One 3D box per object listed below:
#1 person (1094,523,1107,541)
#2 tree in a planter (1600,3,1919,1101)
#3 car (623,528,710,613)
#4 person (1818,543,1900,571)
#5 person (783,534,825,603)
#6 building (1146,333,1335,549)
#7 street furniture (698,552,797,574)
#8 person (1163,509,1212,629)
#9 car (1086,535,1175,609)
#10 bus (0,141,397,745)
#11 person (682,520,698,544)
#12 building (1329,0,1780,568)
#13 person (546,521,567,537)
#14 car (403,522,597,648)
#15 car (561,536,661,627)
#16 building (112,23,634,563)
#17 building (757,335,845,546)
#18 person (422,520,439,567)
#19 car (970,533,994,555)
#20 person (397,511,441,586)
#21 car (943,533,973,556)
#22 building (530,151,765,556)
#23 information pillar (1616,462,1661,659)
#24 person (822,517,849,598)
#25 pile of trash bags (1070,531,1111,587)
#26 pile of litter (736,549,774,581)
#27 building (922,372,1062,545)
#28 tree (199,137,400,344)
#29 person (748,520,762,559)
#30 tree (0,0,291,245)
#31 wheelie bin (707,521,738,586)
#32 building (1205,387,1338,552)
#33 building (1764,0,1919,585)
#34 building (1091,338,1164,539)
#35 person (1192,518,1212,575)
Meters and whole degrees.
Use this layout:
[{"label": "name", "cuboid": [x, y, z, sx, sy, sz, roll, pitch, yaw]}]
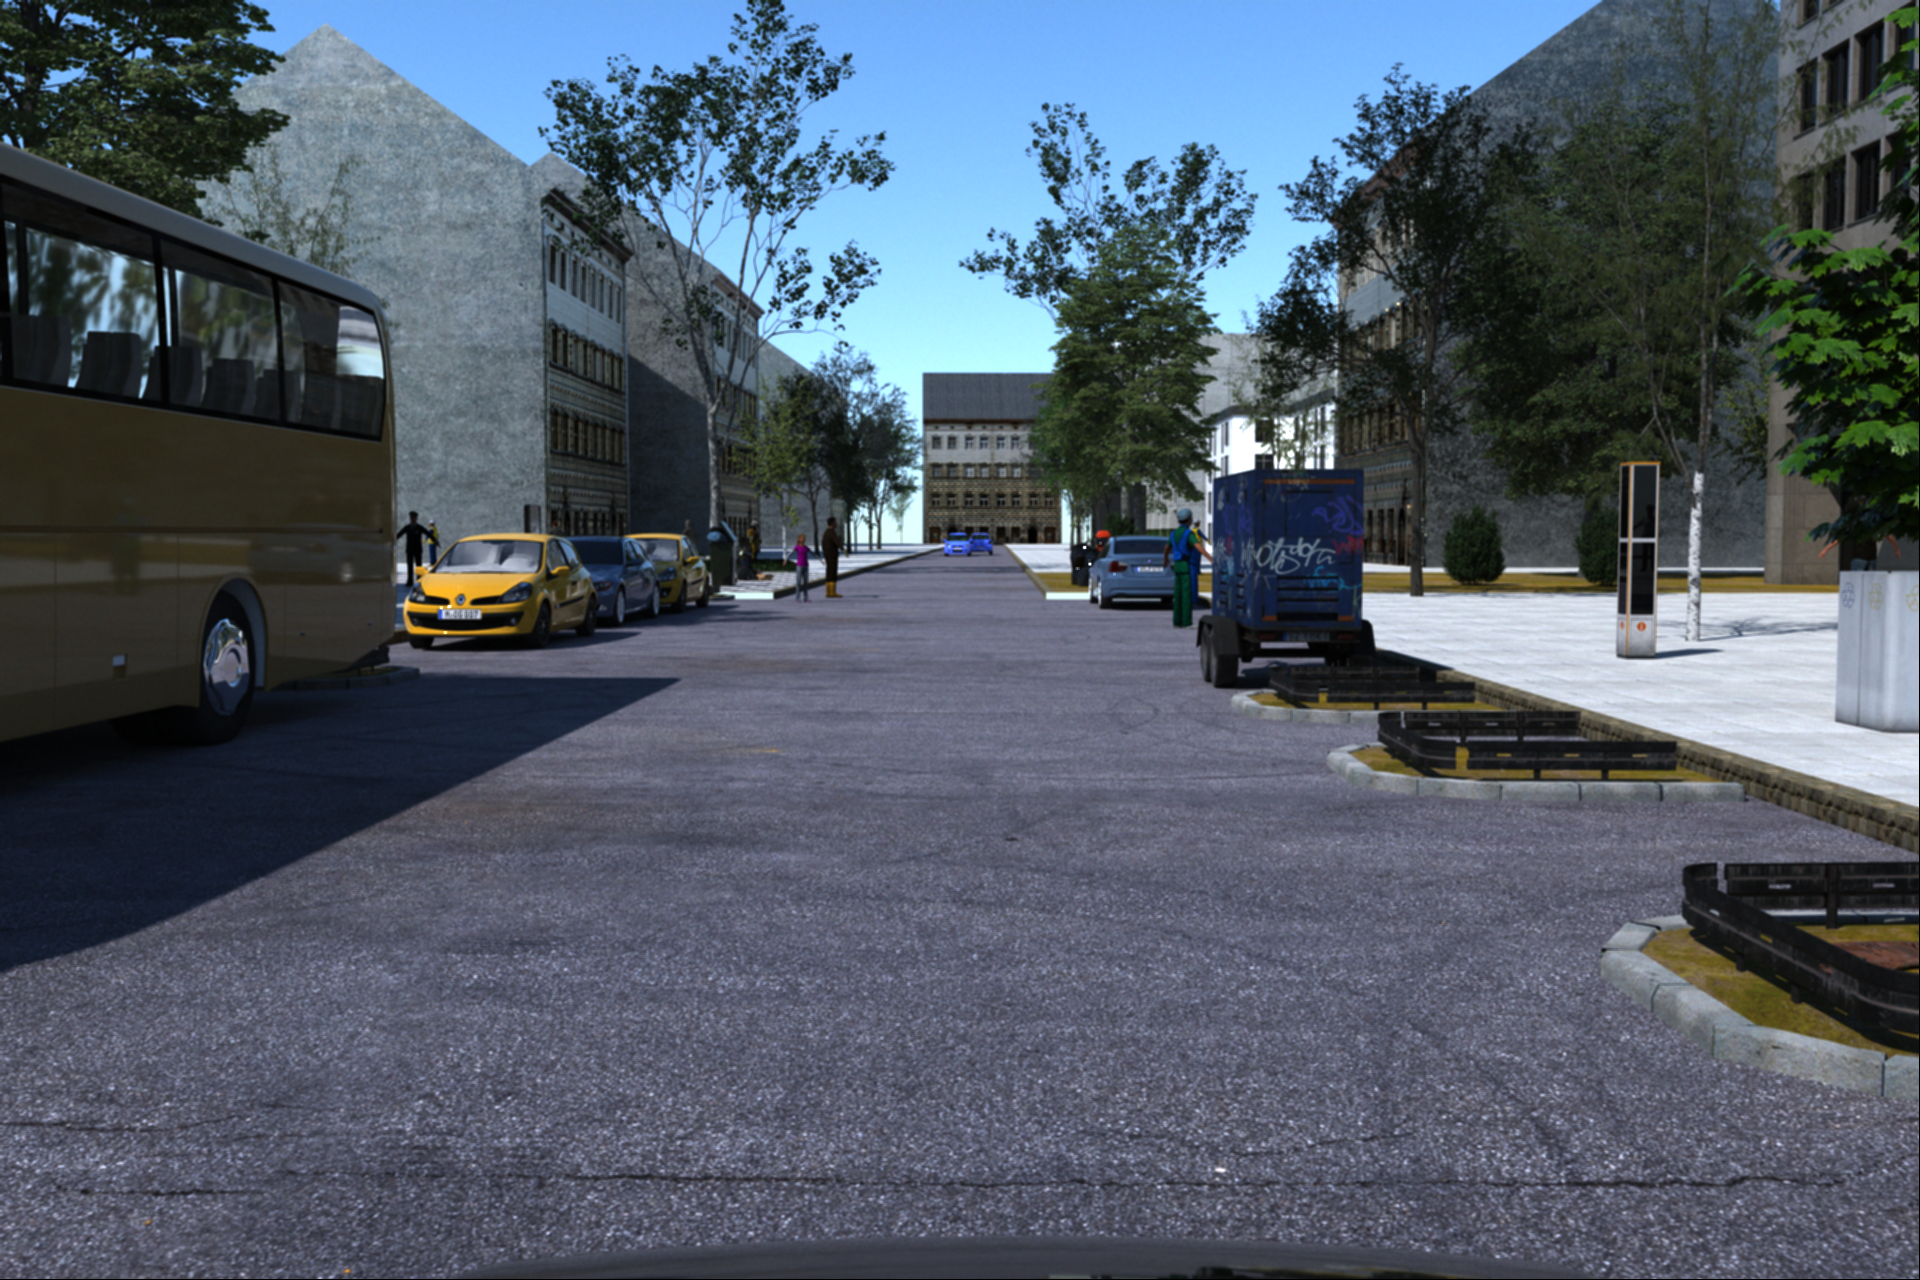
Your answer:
[{"label": "person", "cuboid": [6.218, -4.059, 73.173, 1.217, 1.733, 0.721, 0, 4, 6]}, {"label": "tree in a planter", "cuboid": [3.062, -0.483, 5.119, 1.991, 3.239, 1.994, 0, 4, 1]}, {"label": "car", "cuboid": [-5.810, -1.364, 32.517, 2.015, 1.641, 3.980, 0, 4, 1]}, {"label": "person", "cuboid": [13.843, -1.244, 26.558, 1.348, 1.803, 0.705, 0, 4, -8]}, {"label": "person", "cuboid": [-3.273, -1.501, 36.271, 0.991, 1.433, 0.599, -2, 4, -34]}, {"label": "building", "cuboid": [27.064, -18.019, 161.074, 16.747, 18.905, 31.486, 0, 4, 1]}, {"label": "street furniture", "cuboid": [-9.924, -2.532, 57.018, 10.072, 0.657, 5.734, -3, 5, -42]}, {"label": "person", "cuboid": [3.441, -1.084, 26.310, 0.704, 1.817, 1.347, -2, 4, -28]}, {"label": "car", "cuboid": [3.537, -1.369, 34.382, 2.014, 1.417, 4.499, 0, 4, 0]}, {"label": "bus", "cuboid": [-6.235, -1.065, 8.963, 2.896, 3.916, 12.252, 0, 4, 1]}, {"label": "person", "cuboid": [-10.179, -3.590, 64.818, 0.705, 1.813, 1.348, 2, 4, 29]}, {"label": "building", "cuboid": [27.140, -14.873, 74.099, 19.493, 23.208, 18.063, 0, 4, 1]}, {"label": "person", "cuboid": [-16.380, -3.900, 70.038, 1.348, 1.796, 0.705, -3, 4, -38]}, {"label": "car", "cuboid": [-6.026, -0.777, 22.935, 2.015, 1.641, 3.980, 0, 4, 1]}, {"label": "car", "cuboid": [-6.061, -0.995, 28.266, 2.014, 1.417, 4.499, 0, 4, 1]}, {"label": "building", "cuboid": [-27.217, -15.486, 84.129, 19.493, 23.208, 18.063, 0, 4, 0]}, {"label": "building", "cuboid": [-22.614, -21.940, 189.654, 19.493, 23.208, 18.063, 0, 4, 1]}, {"label": "person", "cuboid": [-20.805, -3.808, 68.233, 0.705, 1.833, 1.349, 0, 4, 6]}, {"label": "car", "cuboid": [1.401, -6.707, 119.256, 1.945, 1.707, 3.694, 0, 4, 0]}, {"label": "person", "cuboid": [-13.385, -2.233, 42.451, 1.347, 1.837, 0.705, 0, 4, -5]}, {"label": "car", "cuboid": [-0.134, -6.258, 111.908, 1.945, 1.707, 3.694, 0, 4, 1]}, {"label": "building", "cuboid": [-23.202, -17.009, 109.023, 19.493, 23.208, 18.063, 0, 4, 2]}, {"label": "information pillar", "cuboid": [6.975, -0.815, 17.822, 0.304, 2.012, 0.304, 0, 4, 1]}, {"label": "person", "cuboid": [-2.869, -1.868, 39.138, 0.704, 1.812, 1.346, -2, 4, -27]}, {"label": "pile of trash bags", "cuboid": [3.732, -2.086, 43.859, 1.912, 1.369, 3.447, 0, 4, -1]}, {"label": "pile of litter", "cuboid": [-5.771, -2.103, 48.342, 1.176, 0.858, 1.719, 0, 4, 3]}, {"label": "building", "cuboid": [3.998, -24.527, 234.402, 18.063, 23.208, 19.493, 0, 4, -2]}, {"label": "tree", "cuboid": [-12.019, -4.985, 31.866, 4.360, 8.622, 3.978, 0, 3, 0]}, {"label": "person", "cuboid": [-8.541, -4.065, 72.225, 0.705, 1.858, 1.354, 1, 4, 8]}, {"label": "tree", "cuboid": [-12.471, -6.416, 23.028, 7.486, 12.596, 7.792, 0, 3, 0]}, {"label": "wheelie bin", "cuboid": [-5.888, -2.143, 42.939, 0.693, 1.594, 0.980, 0, 4, 3]}, {"label": "building", "cuboid": [22.227, -10.459, 113.157, 9.099, 9.664, 28.070, 0, 4, 1]}, {"label": "building", "cuboid": [29.772, -13.631, 25.028, 24.374, 26.755, 37.873, 0, 4, 1]}, {"label": "building", "cuboid": [28.704, -21.546, 196.252, 27.936, 21.610, 32.646, 0, 4, 1]}, {"label": "person", "cuboid": [7.492, -2.923, 54.261, 0.721, 1.772, 1.216, -2, 4, -26]}]
